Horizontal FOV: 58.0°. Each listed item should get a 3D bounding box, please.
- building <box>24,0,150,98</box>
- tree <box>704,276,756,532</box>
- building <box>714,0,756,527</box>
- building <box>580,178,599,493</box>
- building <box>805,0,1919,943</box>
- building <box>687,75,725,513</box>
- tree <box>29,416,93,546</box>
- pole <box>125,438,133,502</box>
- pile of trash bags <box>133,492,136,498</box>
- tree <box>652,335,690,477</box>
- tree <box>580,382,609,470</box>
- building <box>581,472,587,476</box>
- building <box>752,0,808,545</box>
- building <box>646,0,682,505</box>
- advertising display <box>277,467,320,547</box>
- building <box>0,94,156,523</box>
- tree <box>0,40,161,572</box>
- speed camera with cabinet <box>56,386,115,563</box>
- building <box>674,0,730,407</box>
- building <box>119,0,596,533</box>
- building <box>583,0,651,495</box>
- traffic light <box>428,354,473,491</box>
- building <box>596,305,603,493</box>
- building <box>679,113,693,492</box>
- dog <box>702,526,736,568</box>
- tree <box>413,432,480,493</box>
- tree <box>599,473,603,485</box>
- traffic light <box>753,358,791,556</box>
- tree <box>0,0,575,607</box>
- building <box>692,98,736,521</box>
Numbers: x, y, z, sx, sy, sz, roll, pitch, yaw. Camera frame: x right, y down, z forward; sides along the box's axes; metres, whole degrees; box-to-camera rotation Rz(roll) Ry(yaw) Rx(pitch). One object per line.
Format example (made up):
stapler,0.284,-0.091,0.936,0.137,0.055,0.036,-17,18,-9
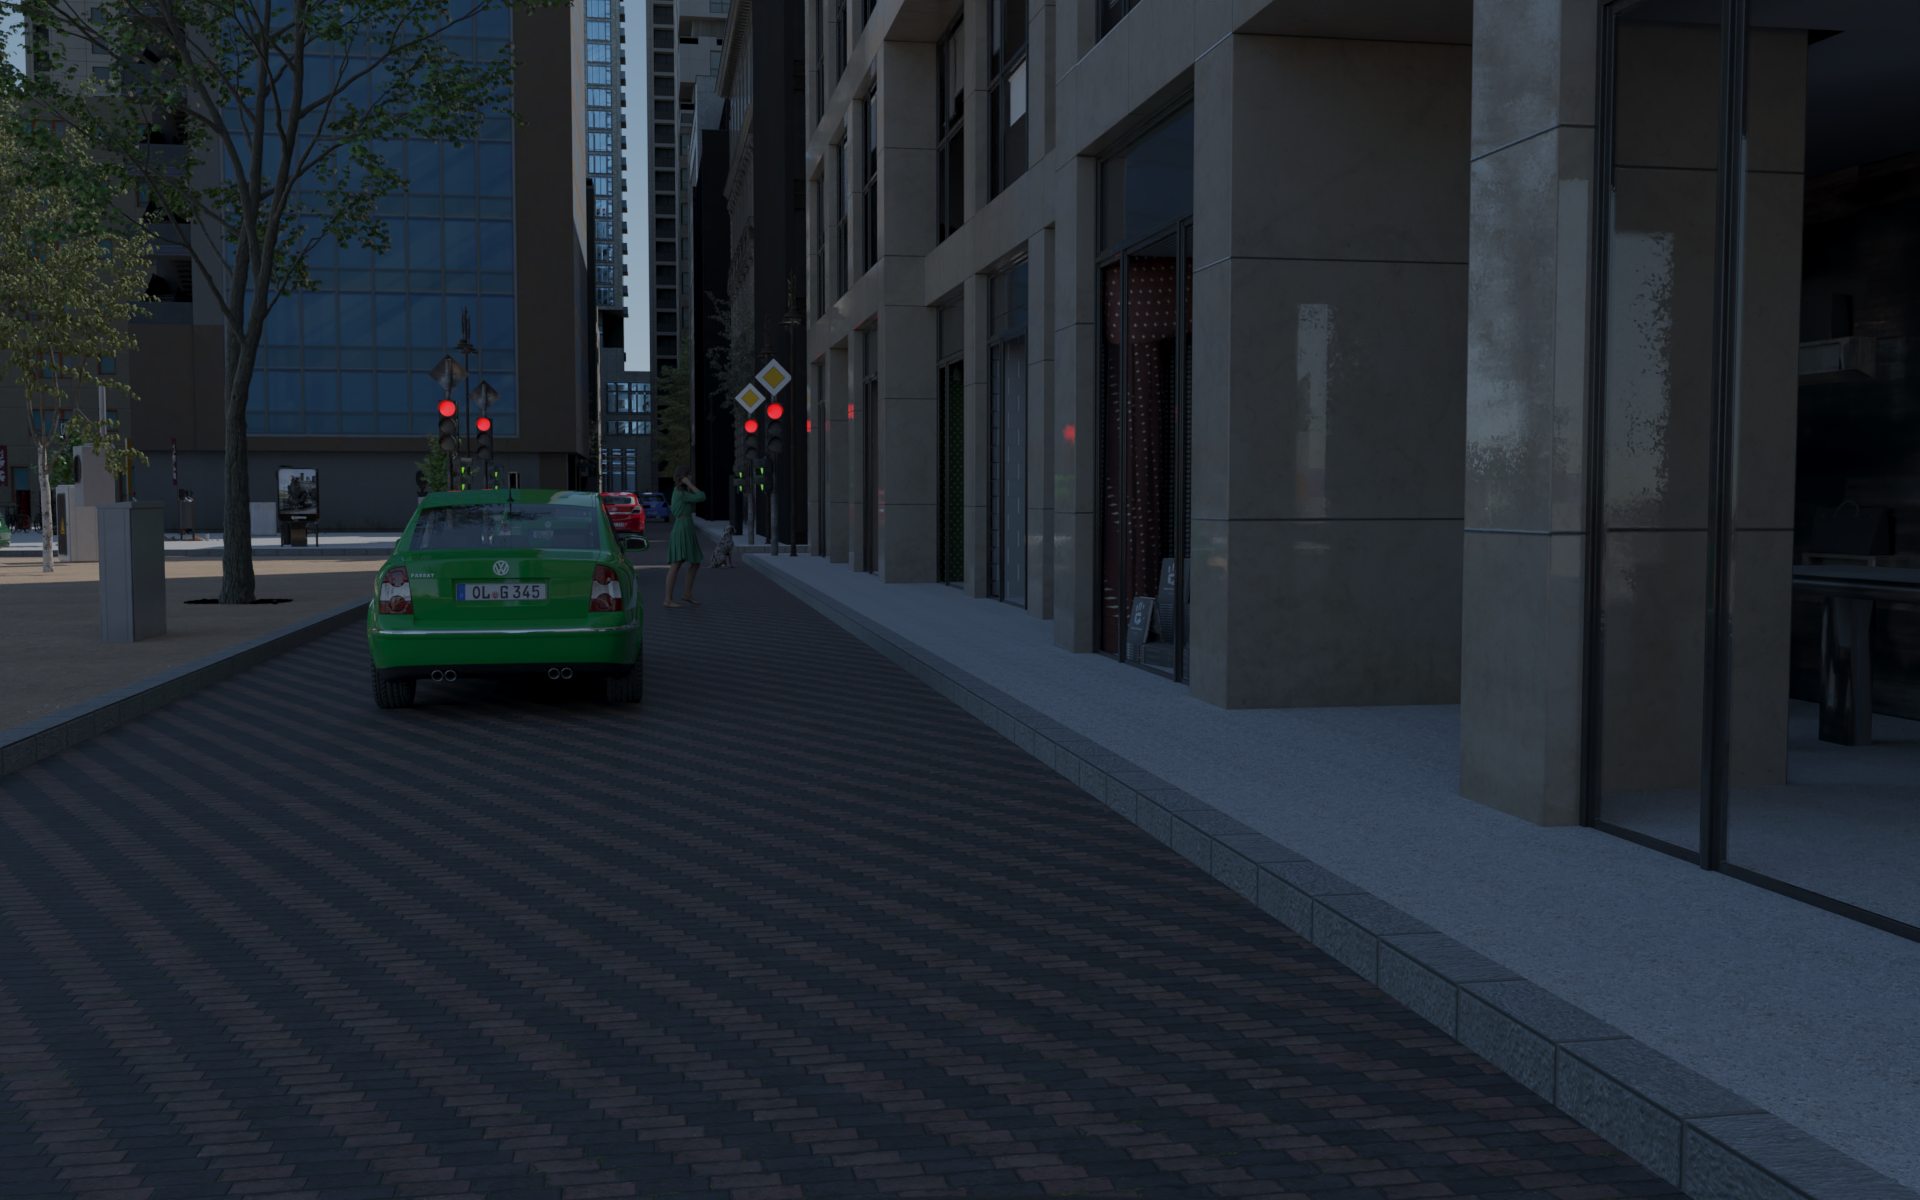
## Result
building,-92.807,-46.503,198.569,20.611,71.187,20.563,-1,4,-10
tree,-6.763,-6.612,58.470,4.360,8.622,3.978,0,3,0
building,-4.280,-14.915,72.740,11.050,23.489,19.941,-1,4,-10
building,-38.943,-23.178,150.668,14.160,30.474,14.107,-1,4,-10
building,9.301,-13.219,20.643,19.350,26.468,34.151,-1,4,-10
building,-10.683,-17.792,108.915,12.078,24.808,19.932,-1,4,-10
tree,-22.036,-2.974,43.222,1.663,3.219,1.824,0,3,0
pole,-30.492,-4.265,63.576,0.158,3.312,0.155,0,3,0
pile of trash bags,-36.493,-3.900,73.521,3.447,1.369,1.912,-3,4,-37
tree,-18.225,-12.546,123.255,7.486,12.596,7.792,0,3,0
tree,-24.823,-9.858,111.542,4.360,8.622,3.978,0,3,0
building,-39.410,-28.959,128.102,22.147,44.769,28.867,-1,4,-10
building,2.331,-13.491,50.250,15.834,23.373,12.332,-1,4,-10
building,-27.401,-47.209,210.116,20.611,71.187,20.563,-1,4,-10
advertising display,-16.059,-2.253,42.049,0.974,1.923,0.123,0,4,0
building,-34.959,-15.033,90.834,27.650,21.520,28.899,-1,4,-10
tree,-14.877,-4.745,27.943,4.737,8.622,4.395,0,3,0
speed camera with cabinet,-16.264,-2.314,32.165,0.660,3.252,2.038,-3,5,-39
building,-11.995,-34.746,157.334,28.713,52.752,27.495,-1,4,-10
building,-20.944,-25.234,62.680,14.600,45.320,14.200,-1,4,-10
building,-52.819,-54.589,205.198,31.000,86.520,22.319,-1,4,-10
traffic light,-10.230,-2.805,34.783,0.839,4.253,0.868,-1,4,-10
building,-51.472,-20.239,175.951,28.899,21.520,27.650,-1,4,-10
building,-14.836,-22.268,135.791,14.160,30.474,14.107,-1,4,-10
dog,-4.727,-1.027,33.632,0.800,0.831,0.513,-1,4,-12
tree,-14.066,-3.221,47.272,1.663,3.219,1.824,0,3,0
tree,-35.093,-10.911,162.107,4.285,4.588,4.351,0,3,0
traffic light,-3.876,-2.877,35.958,0.839,4.253,0.868,-1,4,-10
tree,-8.313,-5.766,20.035,9.928,11.665,9.643,0,3,0
building,-7.603,-16.006,91.375,12.332,23.373,15.834,-1,4,-10
